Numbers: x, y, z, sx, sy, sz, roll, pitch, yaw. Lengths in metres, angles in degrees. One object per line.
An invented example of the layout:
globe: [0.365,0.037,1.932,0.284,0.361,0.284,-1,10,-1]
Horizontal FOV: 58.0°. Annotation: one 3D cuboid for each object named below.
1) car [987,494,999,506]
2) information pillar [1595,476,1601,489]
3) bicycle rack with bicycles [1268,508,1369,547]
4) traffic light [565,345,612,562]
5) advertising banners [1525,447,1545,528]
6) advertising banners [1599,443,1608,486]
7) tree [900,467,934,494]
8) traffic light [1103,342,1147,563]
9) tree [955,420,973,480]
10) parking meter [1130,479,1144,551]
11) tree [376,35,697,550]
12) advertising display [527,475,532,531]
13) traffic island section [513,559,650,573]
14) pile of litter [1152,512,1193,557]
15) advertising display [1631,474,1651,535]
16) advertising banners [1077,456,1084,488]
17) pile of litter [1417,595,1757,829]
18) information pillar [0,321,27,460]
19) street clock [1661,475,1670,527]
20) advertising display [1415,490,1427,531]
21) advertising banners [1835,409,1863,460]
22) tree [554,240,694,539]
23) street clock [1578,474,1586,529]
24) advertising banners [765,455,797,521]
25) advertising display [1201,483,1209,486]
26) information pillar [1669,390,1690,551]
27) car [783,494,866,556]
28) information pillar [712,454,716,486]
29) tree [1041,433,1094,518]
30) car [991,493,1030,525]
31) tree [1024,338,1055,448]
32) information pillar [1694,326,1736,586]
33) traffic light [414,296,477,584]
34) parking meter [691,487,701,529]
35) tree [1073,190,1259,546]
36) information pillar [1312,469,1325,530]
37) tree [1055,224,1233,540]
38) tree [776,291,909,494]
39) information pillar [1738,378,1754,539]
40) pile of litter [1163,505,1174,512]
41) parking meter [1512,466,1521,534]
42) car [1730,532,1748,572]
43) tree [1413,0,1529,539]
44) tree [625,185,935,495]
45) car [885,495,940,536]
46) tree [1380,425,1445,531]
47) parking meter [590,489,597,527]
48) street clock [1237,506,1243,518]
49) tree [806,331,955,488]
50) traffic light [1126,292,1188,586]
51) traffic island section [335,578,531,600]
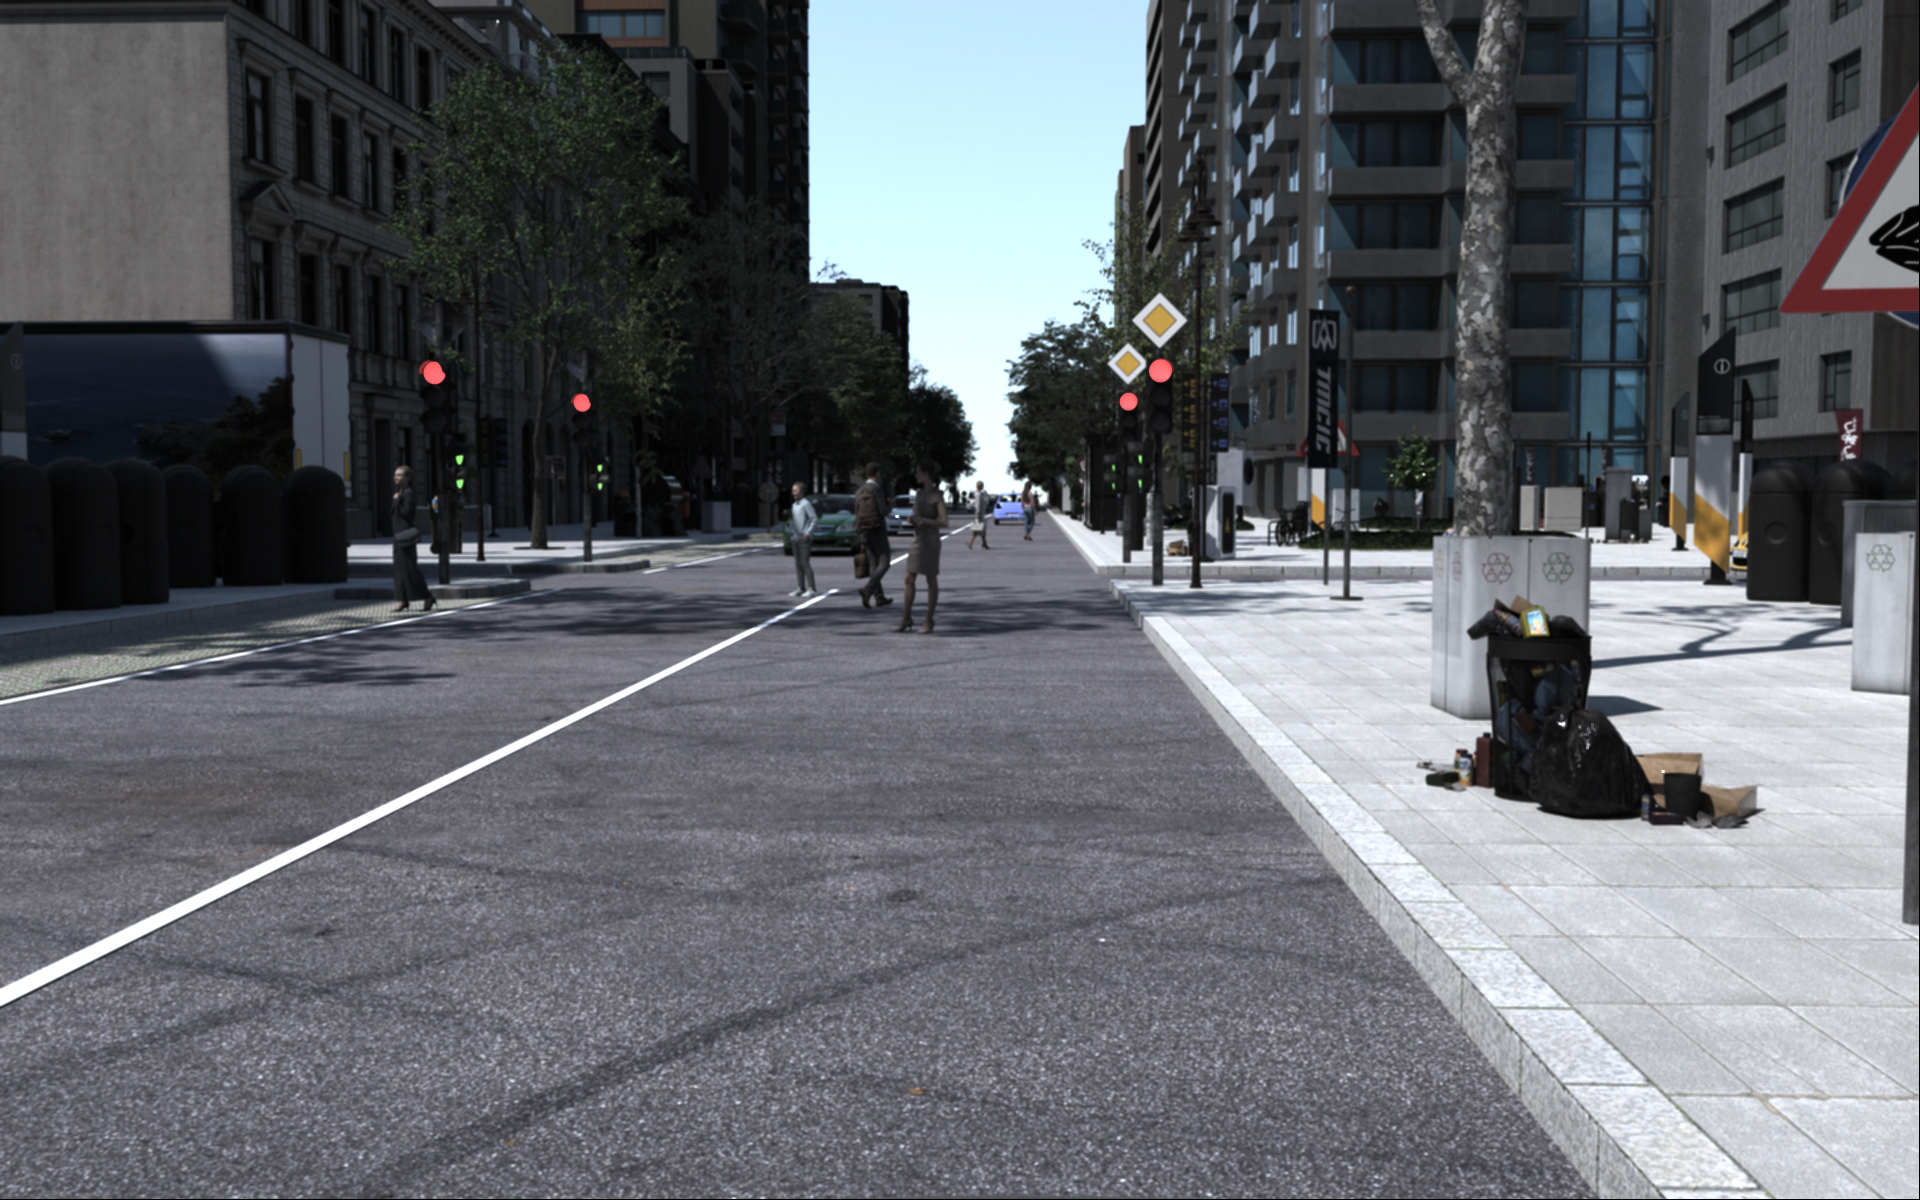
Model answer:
car: [3.477,-10.572,182.633,2.009,1.686,4.222,0,4,1]
information pillar: [26.253,-4.078,71.169,0.304,2.012,0.304,2,4,31]
bicycle rack with bicycles: [8.682,-1.805,42.893,2.852,0.926,2.925,3,5,42]
traffic light: [-7.010,-2.671,32.594,0.839,4.253,0.868,0,4,2]
advertising banners: [21.734,-4.188,64.656,2.074,3.025,0.090,-2,4,-33]
advertising banners: [22.809,-3.927,60.397,2.074,3.025,0.090,-3,5,-40]
tree: [-4.149,-11.041,164.234,4.285,4.588,4.351,0,3,0]
traffic light: [3.093,-2.646,32.187,0.839,4.253,0.868,0,4,2]
tree: [-3.487,-15.732,174.231,9.611,12.733,9.660,0,3,0]
parking meter: [3.985,-2.050,39.234,0.255,1.863,0.399,2,4,28]
tree: [-9.619,-6.976,39.816,9.928,11.665,9.643,0,3,0]
advertising display: [-14.949,-3.359,60.141,0.123,1.923,0.974,-1,4,-14]
traffic island section: [-7.050,-0.639,32.730,2.009,0.180,2.903,0,4,2]
pile of litter: [4.801,-1.348,36.013,1.719,0.858,1.176,0,4,2]
advertising display: [21.361,-3.036,54.856,0.123,1.923,0.974,-3,5,-43]
advertising banners: [6.268,-5.088,79.376,2.074,3.025,0.090,2,4,32]
pile of litter: [2.656,0.399,7.444,1.176,0.858,1.719,0,4,-5]
information pillar: [-12.748,-1.955,23.314,0.183,3.616,0.504,1,4,10]
street clock: [27.221,-3.796,66.638,0.358,2.002,0.471,-2,4,-25]
advertising display: [13.886,-2.877,52.251,0.123,1.923,0.974,0,4,0]
advertising banners: [18.928,-2.391,35.278,2.074,3.025,0.090,2,4,30]
tree: [-9.414,-6.062,49.482,4.737,8.622,4.395,0,3,0]
street clock: [22.961,-3.638,64.055,0.358,2.002,0.471,1,4,19]
advertising banners: [-8.223,-5.219,81.523,2.074,3.025,0.090,1,4,19]
advertising display: [14.772,-6.080,104.618,0.974,1.923,0.123,-2,4,-26]
information pillar: [16.239,-2.919,39.080,0.504,3.616,0.183,-2,4,-28]
car: [-3.118,-1.831,41.736,2.131,1.459,4.920,0,4,2]
information pillar: [-14.443,-6.750,101.717,0.183,3.616,0.504,-2,4,-33]
tree: [7.149,-6.733,93.791,4.285,4.588,4.351,0,3,0]
car: [2.437,-4.376,81.144,1.945,1.707,3.694,0,4,0]
tree: [5.013,-7.475,72.573,4.360,8.622,3.978,0,3,0]
information pillar: [10.628,-2.020,24.374,0.504,3.616,0.183,3,5,39]
traffic light: [-7.345,-2.183,24.616,0.839,4.253,0.868,0,4,2]
parking meter: [-9.832,-3.437,64.603,0.372,1.533,0.369,0,3,0]
tree: [4.917,-5.643,42.631,4.737,8.622,4.395,0,3,0]
information pillar: [10.216,-3.525,48.983,0.504,3.616,0.183,1,4,19]
tree: [5.439,-5.989,48.283,4.360,8.622,3.978,0,3,0]
tree: [-6.764,-10.974,97.554,7.486,12.596,7.792,0,3,0]
information pillar: [15.973,-2.683,35.215,0.183,3.616,0.504,3,5,43]
pile of litter: [8.380,-3.380,69.225,1.719,0.858,1.176,3,5,40]
parking meter: [11.643,-1.895,36.691,0.399,1.863,0.255,3,4,37]
car: [14.680,-1.098,28.184,3.980,1.641,2.015,0,4,1]
tree: [4.613,-9.594,12.746,12.611,20.169,13.585,0,3,0]
tree: [-8.368,-9.708,69.089,12.009,13.543,11.850,0,3,0]
car: [-1.639,-2.959,60.381,2.014,1.417,4.499,0,4,2]
tree: [12.817,-3.320,48.876,1.663,3.219,1.824,0,3,0]
parking meter: [-14.227,-3.574,66.839,0.372,1.533,0.369,0,3,0]
street clock: [11.289,-3.986,69.741,0.358,2.002,0.471,-3,5,-43]
tree: [-6.301,-12.402,119.780,9.611,12.733,9.660,0,3,0]
traffic light: [2.758,-2.158,24.208,0.839,4.253,0.868,0,4,2]
traffic island section: [-7.385,-0.151,24.752,2.009,0.180,2.903,0,4,2]
